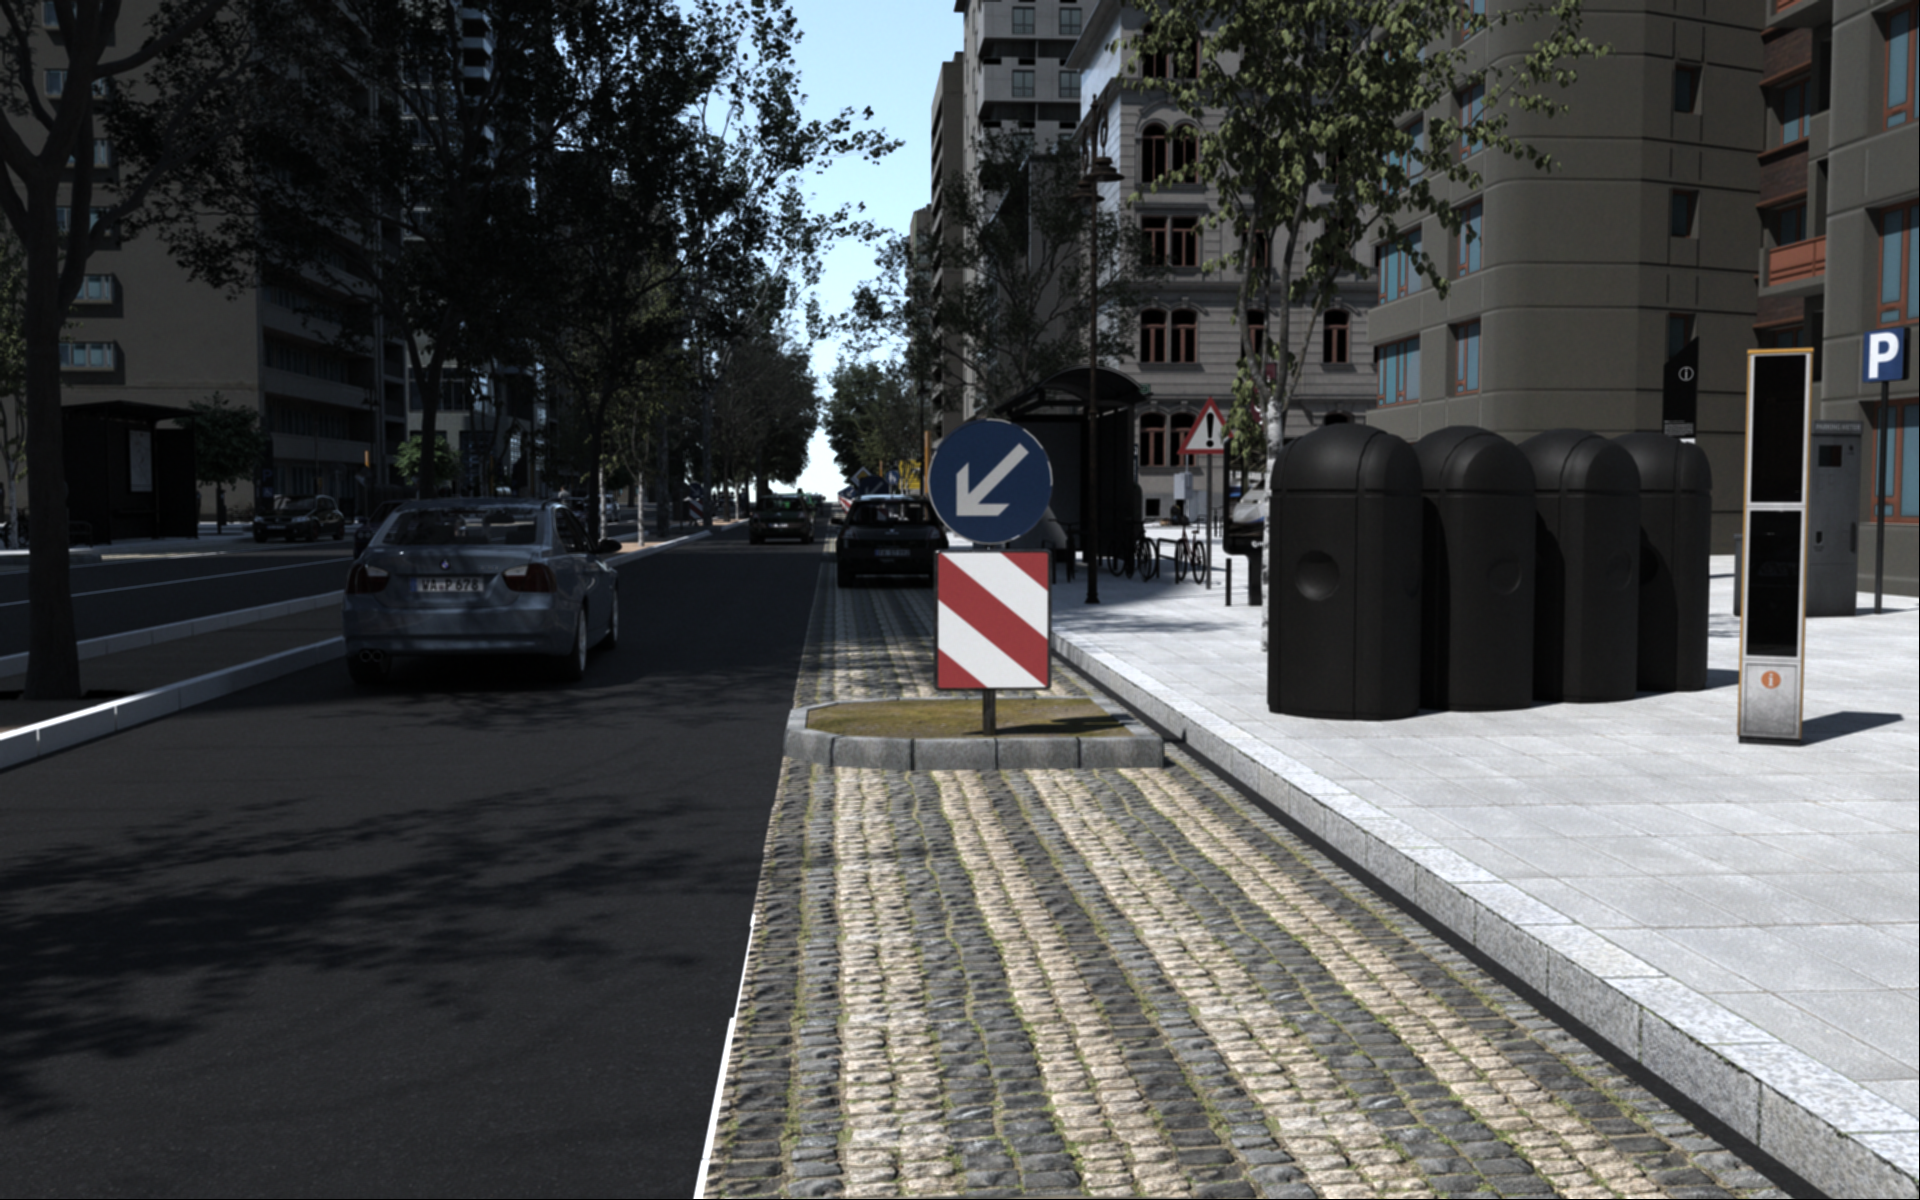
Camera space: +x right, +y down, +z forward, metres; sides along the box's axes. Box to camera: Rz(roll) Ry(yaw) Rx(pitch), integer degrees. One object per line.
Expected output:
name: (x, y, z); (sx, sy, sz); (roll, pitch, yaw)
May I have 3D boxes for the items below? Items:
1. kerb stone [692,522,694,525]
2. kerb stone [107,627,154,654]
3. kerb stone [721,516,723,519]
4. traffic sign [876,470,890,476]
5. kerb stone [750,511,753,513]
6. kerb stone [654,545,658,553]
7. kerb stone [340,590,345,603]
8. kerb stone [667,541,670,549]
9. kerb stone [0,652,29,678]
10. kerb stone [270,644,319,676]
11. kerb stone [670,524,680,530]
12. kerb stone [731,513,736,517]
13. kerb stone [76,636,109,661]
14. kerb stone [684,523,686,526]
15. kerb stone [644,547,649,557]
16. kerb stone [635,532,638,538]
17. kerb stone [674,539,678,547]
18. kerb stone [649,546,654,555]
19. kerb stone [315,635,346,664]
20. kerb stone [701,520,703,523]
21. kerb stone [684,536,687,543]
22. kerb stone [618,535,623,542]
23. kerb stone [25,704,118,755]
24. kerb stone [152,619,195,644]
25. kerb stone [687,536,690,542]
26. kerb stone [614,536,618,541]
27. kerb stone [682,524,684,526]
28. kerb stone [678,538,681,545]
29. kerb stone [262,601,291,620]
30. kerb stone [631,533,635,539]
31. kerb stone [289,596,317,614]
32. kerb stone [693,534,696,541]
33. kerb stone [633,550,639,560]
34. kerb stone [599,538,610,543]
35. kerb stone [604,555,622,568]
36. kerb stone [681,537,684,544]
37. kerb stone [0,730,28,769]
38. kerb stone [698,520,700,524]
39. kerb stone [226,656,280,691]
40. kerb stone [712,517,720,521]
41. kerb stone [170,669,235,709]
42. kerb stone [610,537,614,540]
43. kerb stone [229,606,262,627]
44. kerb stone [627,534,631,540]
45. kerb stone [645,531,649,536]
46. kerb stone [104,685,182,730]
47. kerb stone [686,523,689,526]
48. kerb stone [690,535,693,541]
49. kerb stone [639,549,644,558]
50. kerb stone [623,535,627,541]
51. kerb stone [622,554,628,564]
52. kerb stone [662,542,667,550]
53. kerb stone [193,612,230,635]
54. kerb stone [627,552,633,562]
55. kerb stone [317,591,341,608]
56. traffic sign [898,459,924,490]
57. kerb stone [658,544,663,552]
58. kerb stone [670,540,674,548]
kerb stone: (-12.153, -3.403, 77.846); (0.120, 0.150, 1.000); (0, 4, -4)
kerb stone: (-7.672, 0.387, 15.882); (0.120, 0.150, 1.000); (0, 4, -4)
kerb stone: (-13.567, -4.590, 97.255); (0.120, 0.150, 1.000); (0, 4, -4)
traffic sign: (-5.734, -9.014, 141.258); (2.265, 3.308, 0.079); (0, 4, -1)
kerb stone: (-16.675, -7.216, 140.179); (0.120, 0.150, 1.000); (0, 4, -4)
kerb stone: (-7.429, -1.190, 41.660); (0.120, 0.150, 1.000); (0, 4, -4)
kerb stone: (-8.187, -0.052, 23.051); (0.120, 0.150, 1.000); (0, 4, -4)
kerb stone: (-7.655, -1.378, 44.729); (0.120, 0.150, 1.000); (0, 4, -4)
kerb stone: (-7.519, 0.514, 13.832); (0.120, 0.150, 1.000); (0, 4, -4)
kerb stone: (-5.442, 0.497, 14.069); (0.120, 0.150, 1.000); (0, 4, -4)
kerb stone: (-11.638, -2.966, 70.683); (0.120, 0.150, 1.000); (0, 4, -4)
kerb stone: (-14.668, -5.526, 112.576); (0.120, 0.150, 1.000); (0, 4, -4)
kerb stone: (-7.597, 0.449, 14.856); (0.120, 0.150, 1.000); (0, 4, -4)
kerb stone: (-11.859, -3.147, 73.755); (0.120, 0.150, 1.000); (0, 4, -4)
kerb stone: (-7.288, -1.066, 39.620); (0.120, 0.150, 1.000); (0, 4, -4)
kerb stone: (-10.561, -2.052, 55.798); (0.120, 0.150, 1.000); (0, 4, -4)
kerb stone: (-7.804, -1.503, 46.777); (0.120, 0.150, 1.000); (0, 4, -4)
kerb stone: (-7.356, -1.128, 40.640); (0.120, 0.150, 1.000); (0, 4, -4)
kerb stone: (-5.508, 0.438, 15.095); (0.120, 0.150, 1.000); (0, 4, -4)
kerb stone: (-12.676, -3.837, 84.995); (0.120, 0.150, 1.000); (0, 4, -4)
kerb stone: (-8.031, -1.691, 49.841); (0.120, 0.150, 1.000); (0, 4, -4)
kerb stone: (-10.262, -1.805, 51.709); (0.120, 0.150, 1.000); (0, 4, -4)
kerb stone: (-5.136, 0.750, 9.976); (0.120, 0.150, 1.000); (0, 4, -4)
kerb stone: (-7.742, 0.325, 16.902); (0.120, 0.150, 1.000); (0, 4, -4)
kerb stone: (-8.101, -1.752, 50.861); (0.120, 0.150, 1.000); (0, 4, -4)
kerb stone: (-10.191, -1.740, 50.680); (0.120, 0.150, 1.000); (0, 4, -4)
kerb stone: (-11.789, -3.088, 72.728); (0.120, 0.150, 1.000); (0, 4, -4)
kerb stone: (-7.873, -1.565, 47.801); (0.120, 0.150, 1.000); (0, 4, -4)
kerb stone: (-7.964, 0.138, 19.968); (0.120, 0.150, 1.000); (0, 4, -4)
kerb stone: (-10.486, -1.993, 54.775); (0.120, 0.150, 1.000); (0, 4, -4)
kerb stone: (-8.034, 0.073, 20.995); (0.120, 0.150, 1.000); (0, 4, -4)
kerb stone: (-8.243, -1.878, 52.902); (0.120, 0.150, 1.000); (0, 4, -4)
kerb stone: (-7.139, -0.940, 37.580); (0.120, 0.150, 1.000); (0, 4, -4)
kerb stone: (-10.036, -1.617, 48.634); (0.120, 0.150, 1.000); (0, 4, -4)
kerb stone: (-6.920, -0.754, 34.519); (0.120, 0.150, 1.000); (0, 4, -4)
kerb stone: (-7.953, -1.629, 48.821); (0.120, 0.150, 1.000); (0, 4, -4)
kerb stone: (-5.060, 0.812, 8.948); (0.120, 0.150, 1.000); (0, 4, -4)
kerb stone: (-12.376, -3.587, 80.908); (0.120, 0.150, 1.000); (0, 4, -4)
kerb stone: (-5.360, 0.561, 13.037); (0.120, 0.150, 1.000); (0, 4, -4)
kerb stone: (-13.414, -4.466, 95.207); (0.120, 0.150, 1.000); (0, 4, -4)
kerb stone: (-5.284, 0.622, 12.018); (0.120, 0.150, 1.000); (0, 4, -4)
kerb stone: (-10.115, -1.676, 49.660); (0.120, 0.150, 1.000); (0, 4, -4)
kerb stone: (-7.891, 0.199, 18.948); (0.120, 0.150, 1.000); (0, 4, -4)
kerb stone: (-10.415, -1.930, 53.750); (0.120, 0.150, 1.000); (0, 4, -4)
kerb stone: (-10.770, -2.243, 58.869); (0.120, 0.150, 1.000); (0, 4, -4)
kerb stone: (-5.209, 0.685, 10.995); (0.120, 0.150, 1.000); (0, 4, -4)
kerb stone: (-11.933, -3.211, 74.775); (0.120, 0.150, 1.000); (0, 4, -4)
kerb stone: (-8.173, -1.816, 51.880); (0.120, 0.150, 1.000); (0, 4, -4)
kerb stone: (-7.207, -1.003, 38.601); (0.120, 0.150, 1.000); (0, 4, -4)
kerb stone: (-10.339, -1.867, 52.729); (0.120, 0.150, 1.000); (0, 4, -4)
kerb stone: (-6.984, -0.816, 35.540); (0.120, 0.150, 1.000); (0, 4, -4)
kerb stone: (-7.578, -1.316, 43.705); (0.120, 0.150, 1.000); (0, 4, -4)
kerb stone: (-7.814, 0.261, 17.926); (0.120, 0.150, 1.000); (0, 4, -4)
kerb stone: (-7.067, -0.879, 36.560); (0.120, 0.150, 1.000); (0, 4, -4)
kerb stone: (-8.105, 0.016, 22.020); (0.120, 0.150, 1.000); (0, 4, -4)
traffic sign: (-2.440, -6.492, 100.012); (2.265, 3.308, 0.079); (0, 4, 3)
kerb stone: (-7.501, -1.251, 42.686); (0.120, 0.150, 1.000); (0, 4, -4)
kerb stone: (-7.729, -1.441, 45.757); (0.120, 0.150, 1.000); (0, 4, -4)
